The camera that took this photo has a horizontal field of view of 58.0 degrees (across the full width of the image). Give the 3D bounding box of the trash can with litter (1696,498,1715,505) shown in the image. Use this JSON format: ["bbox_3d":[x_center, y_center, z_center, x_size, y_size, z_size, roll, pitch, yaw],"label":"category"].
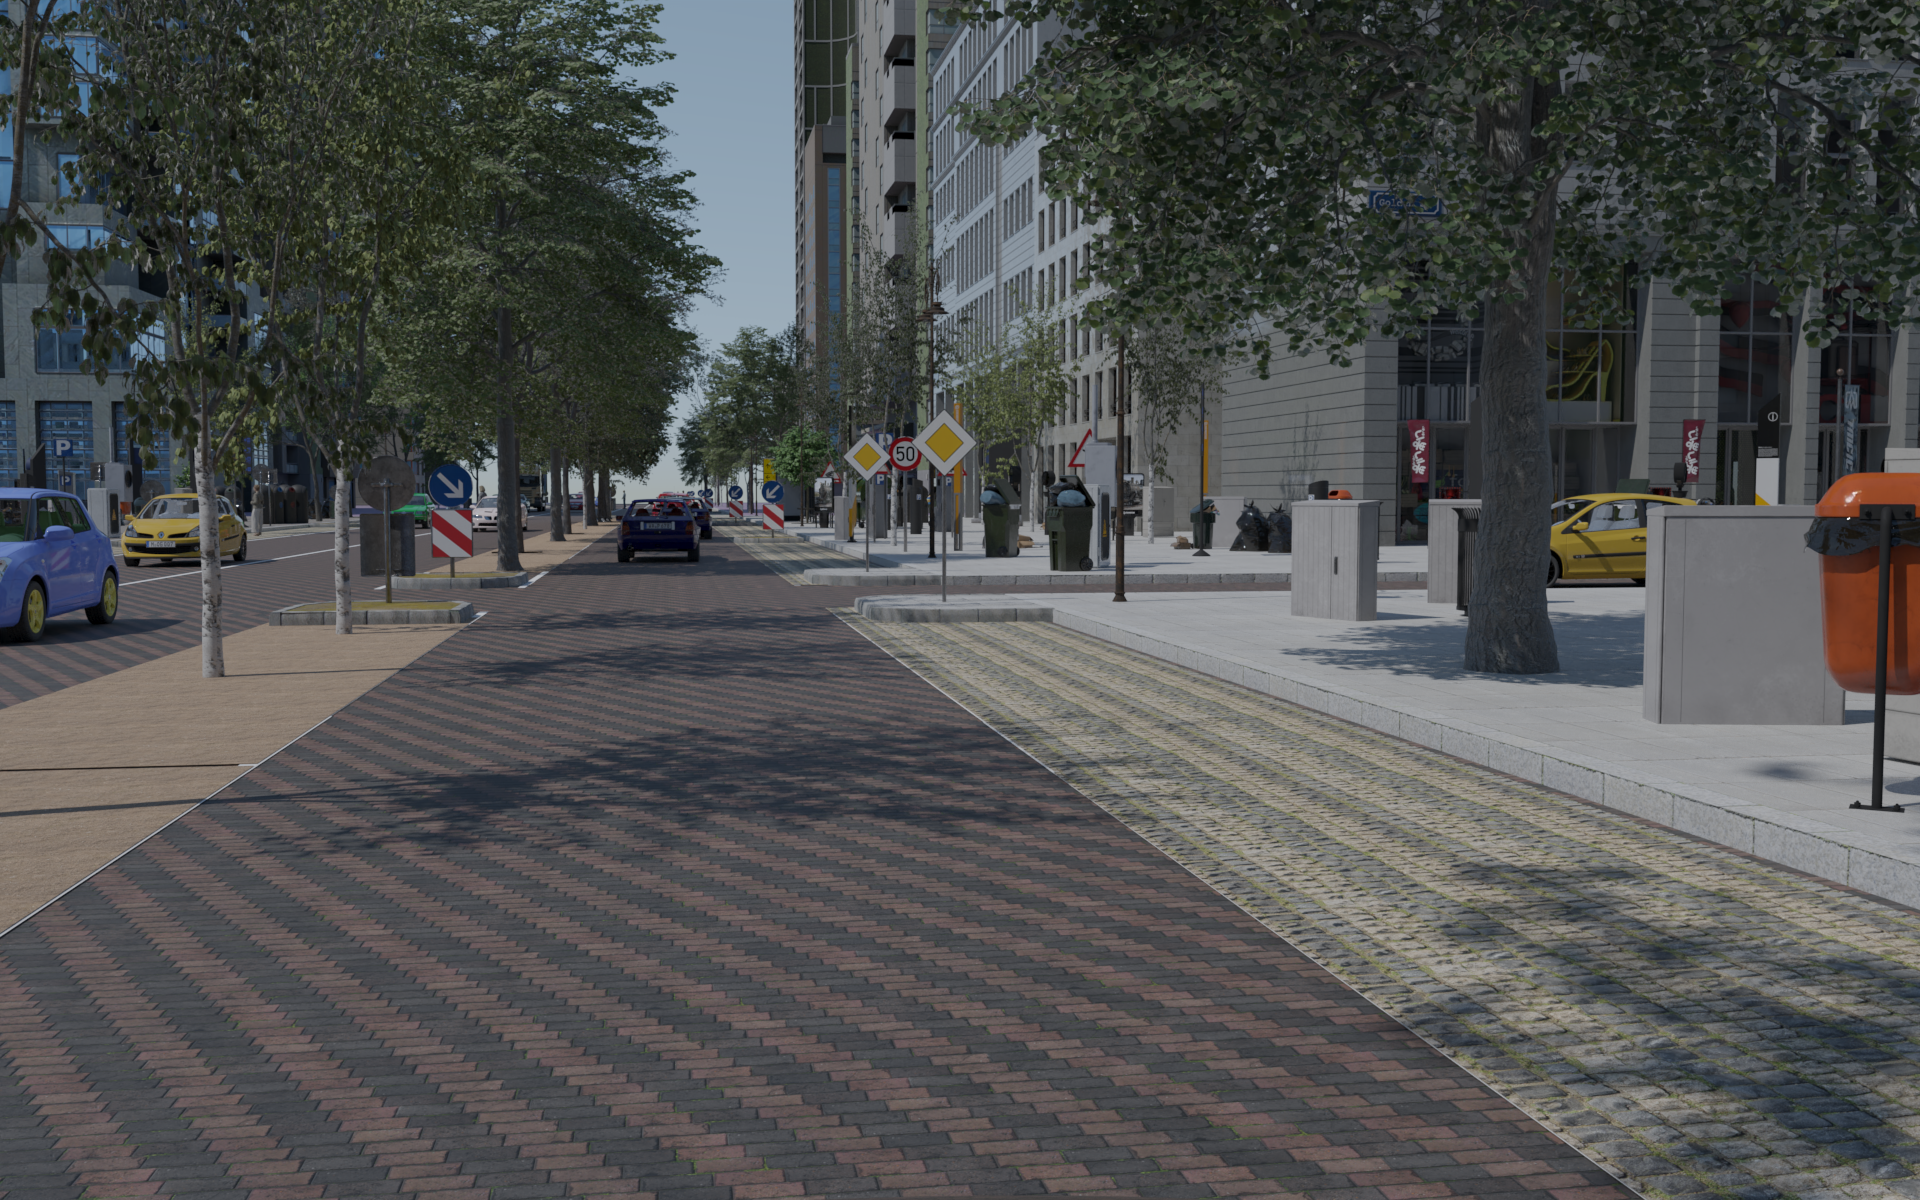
[{"bbox_3d":[14.285,-1.398,33.915,2.233,1.210,1.678,-3,4,-36],"label":"trash can with litter"}]

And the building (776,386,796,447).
[{"bbox_3d":[-12.160,-24.760,249.868,27.650,21.520,28.899,-1,4,-10],"label":"building"}]

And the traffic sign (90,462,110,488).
[{"bbox_3d":[-27.588,-3.271,55.611,0.606,2.300,0.079,0,4,-7],"label":"traffic sign"}]

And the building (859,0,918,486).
[{"bbox_3d":[6.514,-33.829,142.343,28.713,52.752,27.495,-1,4,-10],"label":"building"}]

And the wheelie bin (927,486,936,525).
[{"bbox_3d":[-0.814,-3.715,68.641,0.980,1.594,0.693,-3,4,-37],"label":"wheelie bin"}]

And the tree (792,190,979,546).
[{"bbox_3d":[-1.616,-5.651,42.761,4.360,8.622,3.978,0,3,0],"label":"tree"}]

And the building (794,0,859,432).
[{"bbox_3d":[-12.501,-48.011,223.235,20.563,71.187,20.611,-1,4,-10],"label":"building"}]

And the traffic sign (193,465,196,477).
[{"bbox_3d":[-28.404,-3.974,65.073,0.768,2.556,0.104,-1,4,-9],"label":"traffic sign"}]

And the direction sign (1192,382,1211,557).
[{"bbox_3d":[4.981,-2.669,35.639,0.379,3.537,0.876,0,4,5],"label":"direction sign"}]

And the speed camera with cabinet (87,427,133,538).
[{"bbox_3d":[-24.883,-3.449,50.733,0.660,3.252,2.038,0,4,-6],"label":"speed camera with cabinet"}]

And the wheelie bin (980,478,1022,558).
[{"bbox_3d":[0.809,-1.662,35.079,0.693,1.594,0.980,2,4,26],"label":"wheelie bin"}]

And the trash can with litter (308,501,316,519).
[{"bbox_3d":[-32.958,-4.657,87.526,1.055,1.170,0.624,-3,5,-42],"label":"trash can with litter"}]

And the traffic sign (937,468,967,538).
[{"bbox_3d":[-0.227,-3.107,50.808,0.884,2.594,0.081,0,4,-8],"label":"traffic sign"}]

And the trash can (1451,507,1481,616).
[{"bbox_3d":[5.546,-0.401,18.218,0.748,1.137,0.748,0,3,0],"label":"trash can"}]

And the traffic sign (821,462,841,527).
[{"bbox_3d":[-4.987,-4.075,66.632,0.884,2.594,0.081,0,4,-1],"label":"traffic sign"}]

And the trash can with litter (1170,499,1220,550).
[{"bbox_3d":[5.452,-1.762,40.193,1.055,1.170,0.624,-1,4,-22],"label":"trash can with litter"}]

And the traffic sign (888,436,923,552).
[{"bbox_3d":[-1.209,-2.339,38.353,0.768,2.556,0.104,0,4,-3],"label":"traffic sign"}]

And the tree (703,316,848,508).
[{"bbox_3d":[-9.250,-9.540,90.390,7.601,10.594,8.767,-1,4,-10],"label":"tree"}]

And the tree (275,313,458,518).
[{"bbox_3d":[-33.247,-10.303,94.216,9.928,11.665,9.643,0,3,0],"label":"tree"}]

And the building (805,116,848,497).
[{"bbox_3d":[-10.931,-34.033,206.556,14.600,45.320,14.200,-1,4,-10],"label":"building"}]

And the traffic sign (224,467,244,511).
[{"bbox_3d":[-28.617,-4.174,68.346,0.768,2.556,0.104,0,4,-7],"label":"traffic sign"}]

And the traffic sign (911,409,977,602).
[{"bbox_3d":[-0.190,-1.033,20.533,0.795,2.450,0.064,-1,4,-10],"label":"traffic sign"}]

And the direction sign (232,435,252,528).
[{"bbox_3d":[-27.500,-4.549,66.377,0.876,3.537,0.379,1,4,16],"label":"direction sign"}]

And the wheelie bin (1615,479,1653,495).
[{"bbox_3d":[13.941,-1.713,35.920,0.980,1.594,0.693,3,5,43],"label":"wheelie bin"}]

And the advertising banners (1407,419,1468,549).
[{"bbox_3d":[11.394,-2.688,40.143,2.074,3.025,0.090,2,4,25],"label":"advertising banners"}]

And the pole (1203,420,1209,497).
[{"bbox_3d":[6.803,-3.312,47.998,0.158,3.312,0.155,0,3,0],"label":"pole"}]

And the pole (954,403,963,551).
[{"bbox_3d":[-0.039,-2.759,38.953,0.158,3.312,0.155,0,3,0],"label":"pole"}]

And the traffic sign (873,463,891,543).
[{"bbox_3d":[-2.256,-2.790,45.626,0.884,2.594,0.081,-1,4,-9],"label":"traffic sign"}]

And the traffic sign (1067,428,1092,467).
[{"bbox_3d":[2.560,-2.101,34.351,0.884,2.594,0.081,0,4,-7],"label":"traffic sign"}]

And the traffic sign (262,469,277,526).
[{"bbox_3d":[-27.864,-4.146,69.913,0.606,2.300,0.079,0,4,-1],"label":"traffic sign"}]

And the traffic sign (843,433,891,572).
[{"bbox_3d":[-1.525,-1.515,28.406,0.795,2.450,0.064,-1,4,-10],"label":"traffic sign"}]

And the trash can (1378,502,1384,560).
[{"bbox_3d":[7.493,-1.258,32.218,0.748,1.137,0.748,0,3,0],"label":"trash can"}]

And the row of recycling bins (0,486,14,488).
[{"bbox_3d":[-50.582,-5.208,92.265,1.069,1.692,3.534,0,4,2],"label":"row of recycling bins"}]

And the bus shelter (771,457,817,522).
[{"bbox_3d":[-7.558,-5.249,79.739,2.014,3.302,5.546,-1,4,-9],"label":"bus shelter"}]

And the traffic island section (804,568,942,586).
[{"bbox_3d":[-1.503,-0.380,28.487,2.009,0.180,2.903,-1,4,-10],"label":"traffic island section"}]

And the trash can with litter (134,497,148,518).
[{"bbox_3d":[-29.788,-3.163,63.108,0.624,1.170,1.055,-1,4,-15],"label":"trash can with litter"}]

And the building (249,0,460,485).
[{"bbox_3d":[-78.548,-56.153,230.780,22.319,86.520,31.000,-1,4,-10],"label":"building"}]

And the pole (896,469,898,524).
[{"bbox_3d":[-2.656,-4.777,71.944,0.158,3.312,0.155,0,3,0],"label":"pole"}]

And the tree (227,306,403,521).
[{"bbox_3d":[-30.264,-8.972,81.105,7.601,10.594,8.767,3,5,44],"label":"tree"}]

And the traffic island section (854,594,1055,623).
[{"bbox_3d":[-0.168,0.102,20.614,2.009,0.180,2.903,-1,4,-10],"label":"traffic island section"}]

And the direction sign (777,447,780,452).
[{"bbox_3d":[-8.535,-5.610,83.723,0.876,3.537,0.379,3,5,40],"label":"direction sign"}]

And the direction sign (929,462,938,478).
[{"bbox_3d":[-1.129,-5.783,86.543,0.876,3.537,0.379,-2,4,-27],"label":"direction sign"}]

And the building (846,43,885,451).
[{"bbox_3d":[-3.761,-29.263,162.046,14.154,41.232,14.086,-1,4,-10],"label":"building"}]

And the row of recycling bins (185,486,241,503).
[{"bbox_3d":[-38.182,-4.974,88.446,3.534,1.692,1.069,1,4,19],"label":"row of recycling bins"}]

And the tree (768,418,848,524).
[{"bbox_3d":[-6.581,-5.590,75.111,4.285,4.588,4.351,0,3,0],"label":"tree"}]

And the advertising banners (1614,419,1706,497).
[{"bbox_3d":[16.362,-2.711,40.513,2.074,3.025,0.090,0,4,1],"label":"advertising banners"}]

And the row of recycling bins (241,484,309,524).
[{"bbox_3d":[-29.417,-4.144,74.861,1.069,1.692,3.534,1,4,11],"label":"row of recycling bins"}]

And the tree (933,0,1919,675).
[{"bbox_3d":[3.913,-6.458,12.250,9.857,13.997,8.962,0,3,0],"label":"tree"}]

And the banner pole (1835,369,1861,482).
[{"bbox_3d":[17.795,-2.741,34.838,0.863,3.779,0.401,-2,4,-29],"label":"banner pole"}]

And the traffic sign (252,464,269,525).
[{"bbox_3d":[-29.201,-4.421,72.395,0.768,2.556,0.104,0,4,-2],"label":"traffic sign"}]

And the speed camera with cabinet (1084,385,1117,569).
[{"bbox_3d":[2.423,-2.225,30.715,0.660,3.252,2.038,1,4,17],"label":"speed camera with cabinet"}]

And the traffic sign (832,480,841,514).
[{"bbox_3d":[-6.241,-5.177,84.654,0.884,2.594,0.081,0,4,-1],"label":"traffic sign"}]

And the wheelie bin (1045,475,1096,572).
[{"bbox_3d":[1.827,-1.279,28.815,0.693,1.594,0.980,-2,4,-24],"label":"wheelie bin"}]

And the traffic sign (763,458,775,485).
[{"bbox_3d":[-9.932,-6.331,97.379,2.265,3.308,0.079,0,4,-7],"label":"traffic sign"}]

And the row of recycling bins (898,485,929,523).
[{"bbox_3d":[-2.460,-4.340,78.076,1.069,1.692,3.534,-2,4,-26],"label":"row of recycling bins"}]

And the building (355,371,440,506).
[{"bbox_3d":[-76.277,-21.871,202.632,27.650,21.520,28.899,-1,4,-10],"label":"building"}]

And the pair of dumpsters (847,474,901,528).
[{"bbox_3d":[-3.224,-3.816,64.878,1.574,2.255,4.437,-1,4,-10],"label":"pair of dumpsters"}]
